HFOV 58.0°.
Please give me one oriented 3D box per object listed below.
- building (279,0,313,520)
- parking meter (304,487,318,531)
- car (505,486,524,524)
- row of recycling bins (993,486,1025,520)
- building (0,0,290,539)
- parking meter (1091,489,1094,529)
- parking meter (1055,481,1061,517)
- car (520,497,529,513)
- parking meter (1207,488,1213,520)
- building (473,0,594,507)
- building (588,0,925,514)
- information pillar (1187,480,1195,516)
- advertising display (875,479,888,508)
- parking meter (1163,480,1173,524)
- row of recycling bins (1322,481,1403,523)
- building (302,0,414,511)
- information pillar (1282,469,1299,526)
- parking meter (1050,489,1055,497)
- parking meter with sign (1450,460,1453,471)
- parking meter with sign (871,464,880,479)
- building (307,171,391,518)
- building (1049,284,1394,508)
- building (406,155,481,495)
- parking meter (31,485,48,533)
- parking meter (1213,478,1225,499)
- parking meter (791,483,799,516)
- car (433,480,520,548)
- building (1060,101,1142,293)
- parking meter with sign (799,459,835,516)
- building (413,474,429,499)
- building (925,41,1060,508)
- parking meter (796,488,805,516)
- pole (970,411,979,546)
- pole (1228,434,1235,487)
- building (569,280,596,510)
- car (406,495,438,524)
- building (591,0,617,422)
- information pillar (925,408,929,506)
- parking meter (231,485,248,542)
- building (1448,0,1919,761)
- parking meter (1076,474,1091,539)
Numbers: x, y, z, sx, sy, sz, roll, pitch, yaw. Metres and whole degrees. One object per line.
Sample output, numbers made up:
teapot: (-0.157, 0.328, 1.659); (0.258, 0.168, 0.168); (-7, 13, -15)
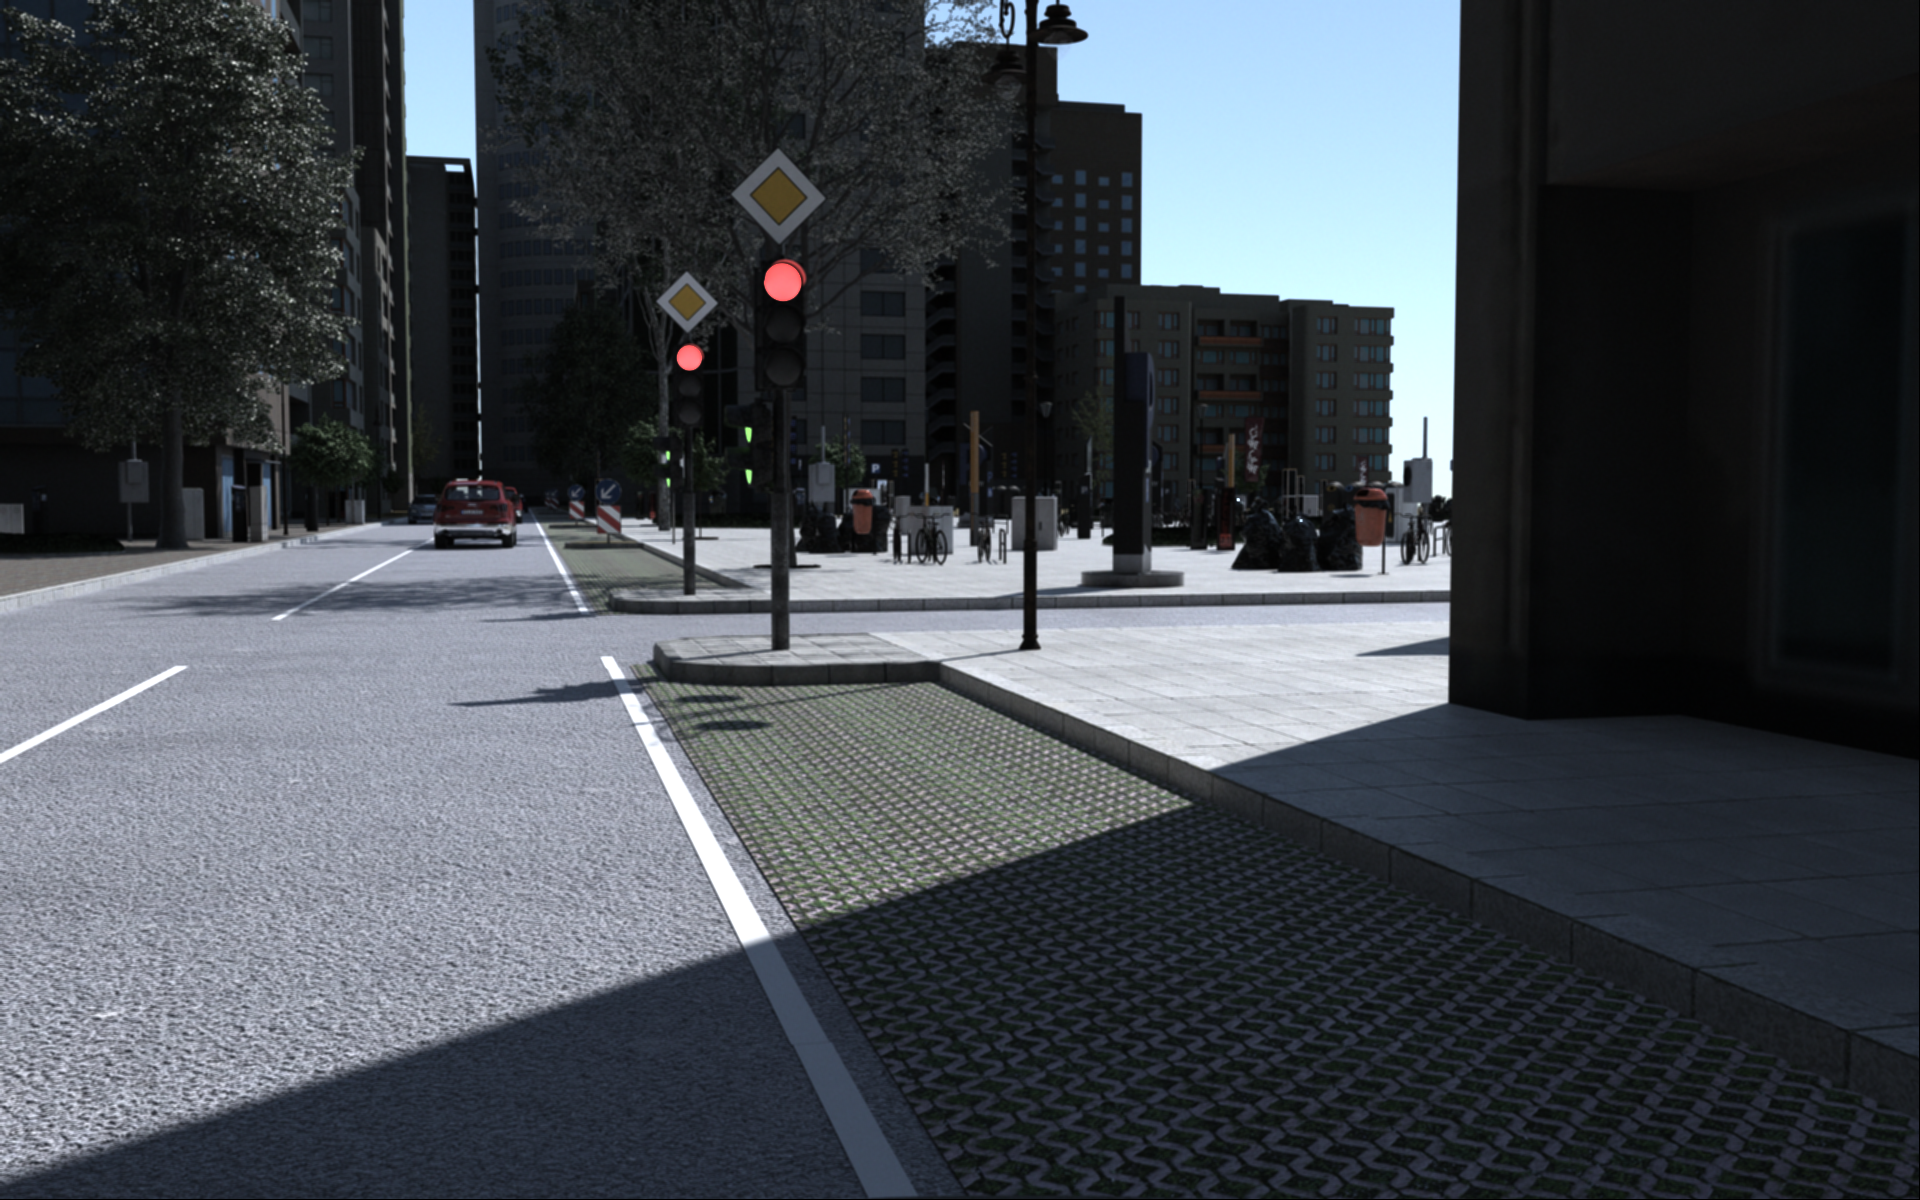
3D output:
building: (-41.836, -27.733, 77.129); (21.300, 48.544, 21.600); (-1, 4, -14)
parking meter: (-24.523, -3.479, 65.287); (0.372, 1.533, 0.369); (0, 3, 0)
car: (-22.533, -4.659, 84.852); (2.281, 1.827, 5.304); (-1, 4, -16)
row of recycling bins: (2.430, -4.938, 87.846); (1.069, 1.692, 3.534); (-3, 5, -43)
building: (-29.487, -24.683, 53.677); (14.600, 45.320, 14.200); (-1, 4, -14)
parking meter: (4.684, -3.352, 63.212); (0.372, 1.533, 0.369); (0, 3, 0)
parking meter: (4.400, -4.408, 77.777); (0.255, 1.863, 0.399); (1, 4, 10)
car: (-34.202, -7.400, 133.563); (1.945, 1.354, 3.894); (-1, 4, -14)
parking meter: (13.739, -5.353, 95.934); (0.372, 1.533, 0.369); (0, 3, 0)
building: (-37.650, -39.485, 187.578); (28.212, 58.520, 21.231); (-1, 4, -14)
building: (-14.619, -41.482, 116.486); (20.563, 71.187, 20.611); (-1, 4, -14)
information pillar: (11.754, -5.115, 88.121); (0.304, 2.012, 0.304); (-1, 4, -15)
advertising display: (-3.410, -4.269, 75.018); (0.123, 1.923, 0.974); (2, 4, 26)
parking meter: (8.784, -4.124, 73.131); (0.399, 1.863, 0.255); (2, 4, 32)
row of recycling bins: (13.436, -3.085, 57.548); (1.069, 1.692, 3.534); (-2, 4, -33)
building: (-47.837, -27.045, 125.778); (14.154, 41.232, 14.086); (-1, 4, -14)
information pillar: (9.640, -2.826, 50.704); (0.304, 2.012, 0.304); (-1, 4, -20)
parking meter: (4.804, -4.944, 89.241); (0.372, 1.533, 0.369); (0, 3, 0)
parking meter with sign: (25.636, -5.675, 89.043); (0.543, 3.016, 1.738); (2, 4, 27)
parking meter with sign: (-4.678, -6.240, 98.277); (0.543, 3.016, 1.738); (-1, 4, -10)
building: (-49.837, -15.822, 103.724); (27.650, 21.520, 28.899); (-1, 4, -14)
building: (22.755, -19.898, 170.366); (28.899, 21.520, 27.650); (-1, 4, -14)
building: (-64.415, -30.314, 187.516); (23.993, 40.220, 32.217); (-1, 4, -14)
parking meter: (-25.084, -2.374, 47.222); (0.372, 1.533, 0.369); (0, 3, 0)
parking meter: (9.433, -3.500, 62.935); (0.255, 1.863, 0.399); (-1, 4, -16)
parking meter: (-8.457, -5.080, 88.775); (0.399, 1.863, 0.255); (0, 4, 6)
car: (-13.202, -2.363, 47.312); (2.281, 1.827, 5.304); (-1, 4, -13)
building: (11.555, -33.487, 197.627); (14.200, 45.320, 14.600); (-1, 4, -14)
parking meter with sign: (-7.163, -5.533, 86.727); (1.738, 3.016, 0.543); (-1, 4, -22)
building: (-62.231, -30.343, 150.738); (28.867, 44.769, 22.147); (-1, 4, -14)
building: (0.499, -31.783, 169.758); (14.200, 45.320, 14.600); (-1, 4, -14)
parking meter: (-6.424, -3.759, 69.876); (0.372, 1.533, 0.369); (0, 3, 0)
pole: (0.358, -2.983, 42.610); (0.158, 3.312, 0.155); (0, 3, 0)
pole: (9.215, -3.976, 58.846); (0.158, 3.312, 0.155); (0, 3, 0)
building: (-20.933, -19.086, 157.089); (27.650, 21.520, 28.899); (-1, 4, -14)
car: (-25.791, -4.406, 84.037); (2.014, 1.417, 4.499); (-1, 4, -15)
building: (-21.295, -27.564, 134.271); (14.154, 41.232, 14.086); (-1, 4, -14)
information pillar: (-0.905, -3.416, 47.211); (0.183, 3.616, 0.504); (0, 4, -4)
parking meter: (-19.272, -2.319, 46.321); (0.372, 1.533, 0.369); (0, 3, 0)
building: (15.899, -23.113, 1.606); (21.300, 48.544, 21.600); (-1, 4, -14)
parking meter: (3.544, -2.692, 49.729); (0.399, 1.863, 0.255); (0, 4, -2)
